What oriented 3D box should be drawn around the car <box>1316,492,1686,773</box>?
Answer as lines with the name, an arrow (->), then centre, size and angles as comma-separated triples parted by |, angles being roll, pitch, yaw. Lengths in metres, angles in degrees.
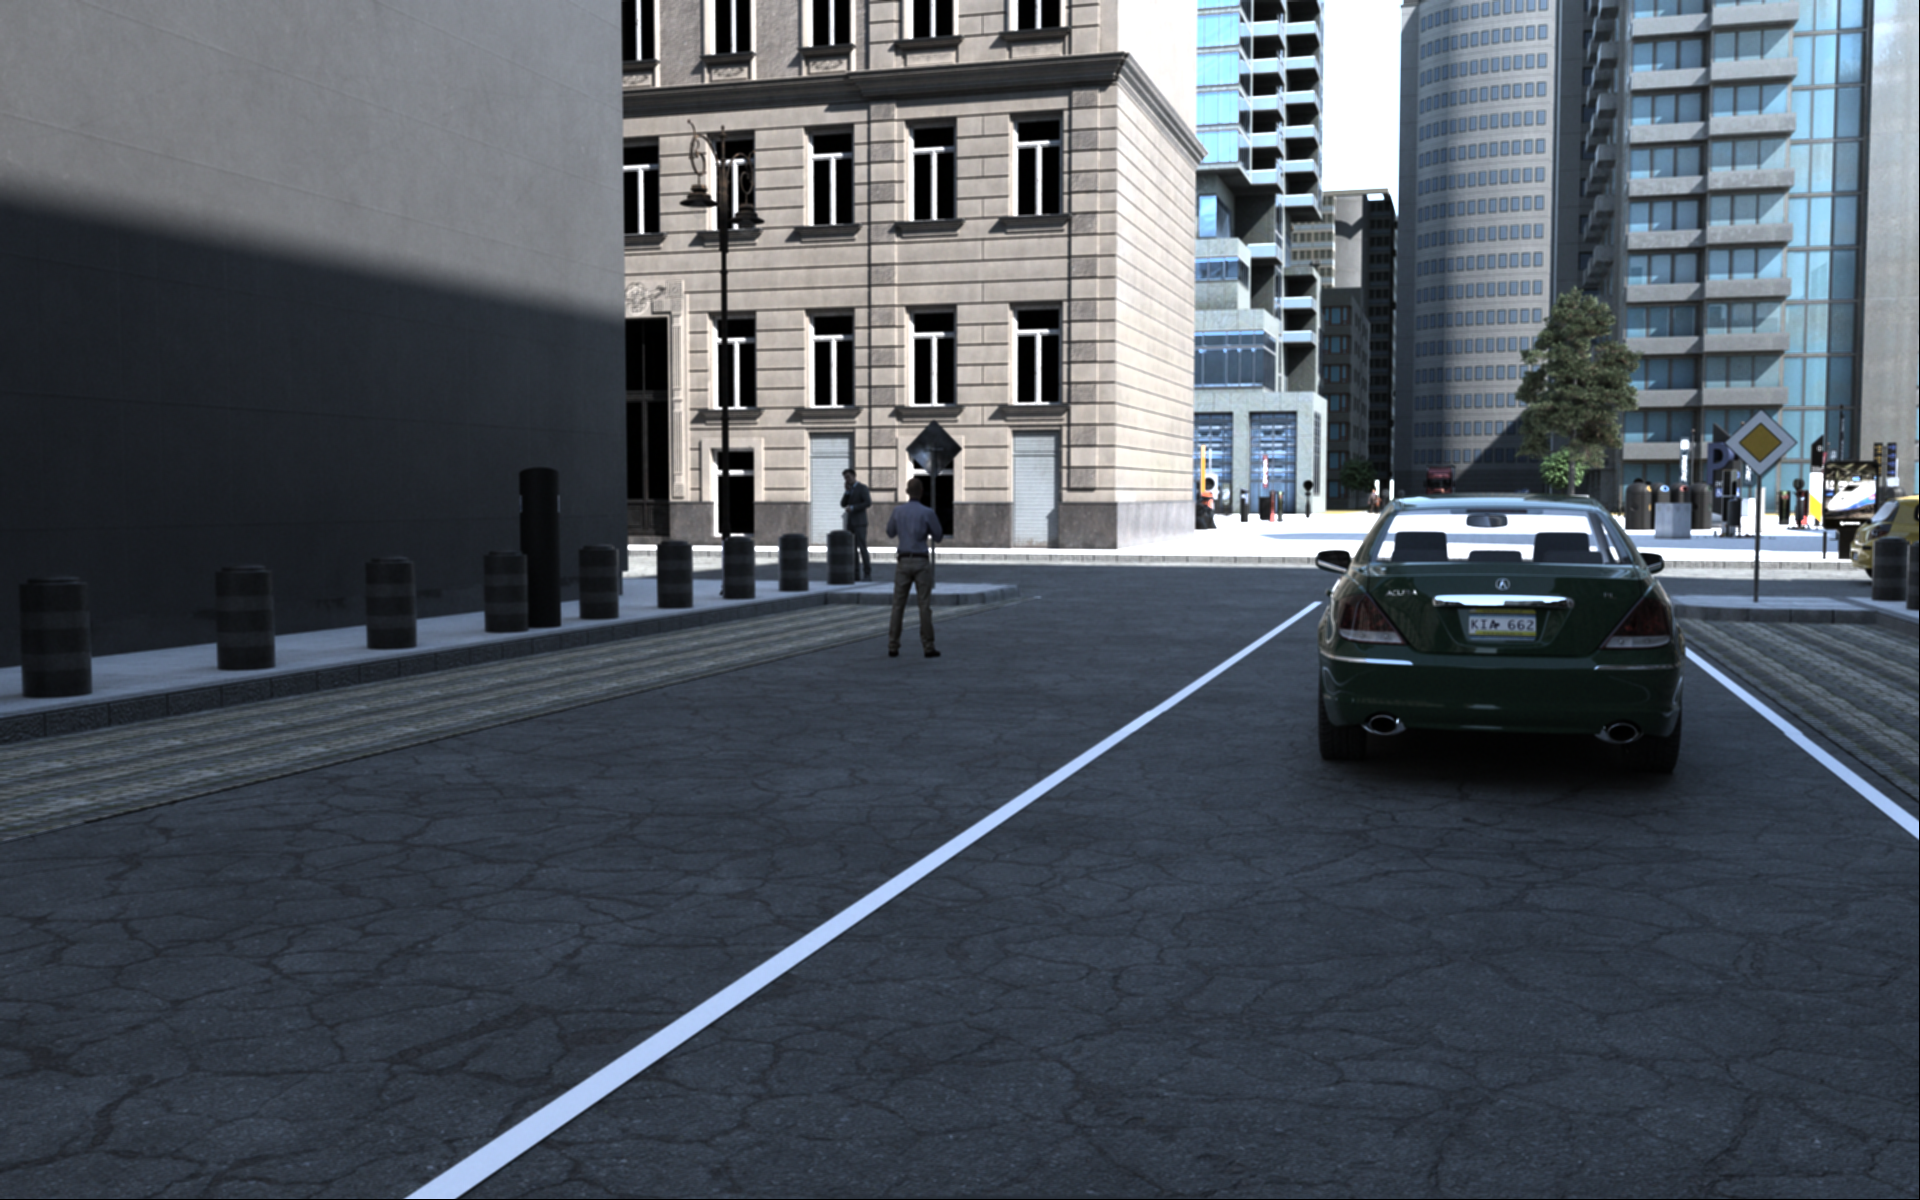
car -> 3.198, 0.079, 10.501 | 2.131, 1.459, 4.920 | 1, 4, 15

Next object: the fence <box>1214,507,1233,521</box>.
fence -> 12.542, -4.085, 82.171 | 0.278, 0.683, 2.069 | -1, 4, -15

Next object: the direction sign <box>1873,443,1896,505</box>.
direction sign -> 40.809, -5.168, 76.499 | 0.876, 3.537, 0.379 | 2, 4, 33

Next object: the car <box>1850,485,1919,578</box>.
car -> 16.165, -1.029, 27.046 | 3.980, 1.641, 2.015 | 1, 4, 18

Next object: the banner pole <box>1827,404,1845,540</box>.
banner pole -> 24.407, -3.546, 48.002 | 0.401, 3.779, 0.863 | 1, 4, 19

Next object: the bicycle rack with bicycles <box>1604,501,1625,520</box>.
bicycle rack with bicycles -> 32.094, -4.340, 84.338 | 2.852, 0.926, 2.925 | 0, 4, 4

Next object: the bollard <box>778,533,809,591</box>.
bollard -> -2.209, -0.506, 22.985 | 0.404, 0.777, 0.398 | 0, 3, 0

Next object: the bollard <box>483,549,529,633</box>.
bollard -> -4.242, -0.090, 16.191 | 0.404, 0.777, 0.398 | 0, 3, 0

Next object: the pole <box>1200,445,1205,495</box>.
pole -> 10.106, -4.788, 72.131 | 0.158, 3.312, 0.155 | 0, 3, 0

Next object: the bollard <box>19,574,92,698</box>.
bollard -> -5.778, 0.223, 11.067 | 0.404, 0.777, 0.398 | 0, 3, 0

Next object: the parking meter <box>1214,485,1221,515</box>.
parking meter -> 16.186, -6.304, 108.785 | 0.399, 1.863, 0.255 | 0, 4, -7

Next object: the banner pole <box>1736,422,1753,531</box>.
banner pole -> 27.261, -4.288, 60.127 | 0.863, 3.779, 0.401 | -2, 4, -28

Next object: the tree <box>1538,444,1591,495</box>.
tree -> 39.637, -7.943, 113.575 | 4.285, 4.588, 4.351 | 0, 3, 0

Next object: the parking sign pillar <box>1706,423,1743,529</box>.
parking sign pillar -> 28.670, -4.682, 65.028 | 1.447, 3.967, 1.447 | -1, 4, -21

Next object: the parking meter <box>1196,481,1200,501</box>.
parking meter -> 10.861, -4.438, 78.279 | 0.255, 1.863, 0.399 | -1, 4, -18

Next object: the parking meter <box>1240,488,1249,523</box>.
parking meter -> 12.761, -4.237, 77.691 | 0.372, 1.533, 0.369 | 0, 3, 0

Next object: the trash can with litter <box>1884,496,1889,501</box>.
trash can with litter -> 46.656, -4.592, 86.465 | 1.055, 1.170, 0.624 | 2, 4, 24

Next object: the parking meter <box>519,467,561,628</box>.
parking meter -> -4.055, -0.509, 16.731 | 0.372, 1.533, 0.369 | 0, 3, 0

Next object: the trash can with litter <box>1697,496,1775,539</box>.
trash can with litter -> 22.774, -2.415, 50.548 | 1.678, 1.210, 2.233 | -1, 4, -16

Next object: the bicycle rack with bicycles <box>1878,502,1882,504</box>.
bicycle rack with bicycles -> 41.802, -4.026, 79.200 | 2.852, 0.926, 2.925 | 3, 4, 37

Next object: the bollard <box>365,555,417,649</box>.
bollard -> -4.756, 0.015, 14.476 | 0.404, 0.777, 0.398 | 0, 3, 0

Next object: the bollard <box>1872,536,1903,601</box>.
bollard -> 11.254, -0.380, 20.930 | 0.404, 0.777, 0.398 | 0, 3, 0

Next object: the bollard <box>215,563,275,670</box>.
bollard -> -5.270, 0.119, 12.770 | 0.404, 0.777, 0.398 | 0, 3, 0

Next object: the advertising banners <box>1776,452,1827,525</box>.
advertising banners -> 34.723, -4.601, 71.414 | 2.074, 3.025, 0.090 | 0, 4, -3

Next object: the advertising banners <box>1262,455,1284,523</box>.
advertising banners -> 14.065, -4.995, 77.849 | 0.090, 3.025, 2.074 | 3, 4, 38

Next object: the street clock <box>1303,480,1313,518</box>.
street clock -> 18.484, -5.347, 91.992 | 0.471, 2.002, 0.358 | 0, 4, -6

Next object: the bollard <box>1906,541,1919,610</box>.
bollard -> 10.746, -0.276, 19.233 | 0.404, 0.777, 0.398 | 0, 3, 0

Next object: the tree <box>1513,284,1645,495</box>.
tree -> 37.570, -12.109, 105.406 | 7.806, 13.903, 7.818 | 0, 3, 0

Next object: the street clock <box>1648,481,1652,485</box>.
street clock -> 39.543, -5.812, 99.604 | 0.471, 2.002, 0.358 | 1, 4, 11

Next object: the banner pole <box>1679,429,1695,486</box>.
banner pole -> 28.083, -4.701, 66.884 | 0.863, 3.779, 0.401 | -1, 4, -22

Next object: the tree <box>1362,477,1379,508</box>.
tree -> 38.562, -10.224, 161.766 | 1.663, 3.219, 1.824 | 0, 3, 0

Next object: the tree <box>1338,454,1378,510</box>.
tree -> 32.435, -9.643, 141.377 | 4.285, 4.588, 4.351 | 0, 3, 0

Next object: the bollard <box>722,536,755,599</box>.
bollard -> -2.718, -0.402, 21.288 | 0.404, 0.777, 0.398 | 0, 3, 0

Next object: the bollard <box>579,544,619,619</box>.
bollard -> -3.731, -0.194, 17.892 | 0.404, 0.777, 0.398 | 0, 3, 0

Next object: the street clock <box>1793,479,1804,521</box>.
street clock -> 39.876, -4.760, 82.389 | 0.358, 2.002, 0.471 | -1, 4, -21

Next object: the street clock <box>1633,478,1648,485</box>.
street clock -> 31.072, -4.569, 79.273 | 0.471, 2.002, 0.358 | 3, 5, 39

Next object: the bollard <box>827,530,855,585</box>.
bollard -> -1.700, -0.609, 24.682 | 0.404, 0.777, 0.398 | 0, 3, 0

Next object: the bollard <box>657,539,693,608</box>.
bollard -> -3.224, -0.298, 19.590 | 0.404, 0.777, 0.398 | 0, 3, 0
